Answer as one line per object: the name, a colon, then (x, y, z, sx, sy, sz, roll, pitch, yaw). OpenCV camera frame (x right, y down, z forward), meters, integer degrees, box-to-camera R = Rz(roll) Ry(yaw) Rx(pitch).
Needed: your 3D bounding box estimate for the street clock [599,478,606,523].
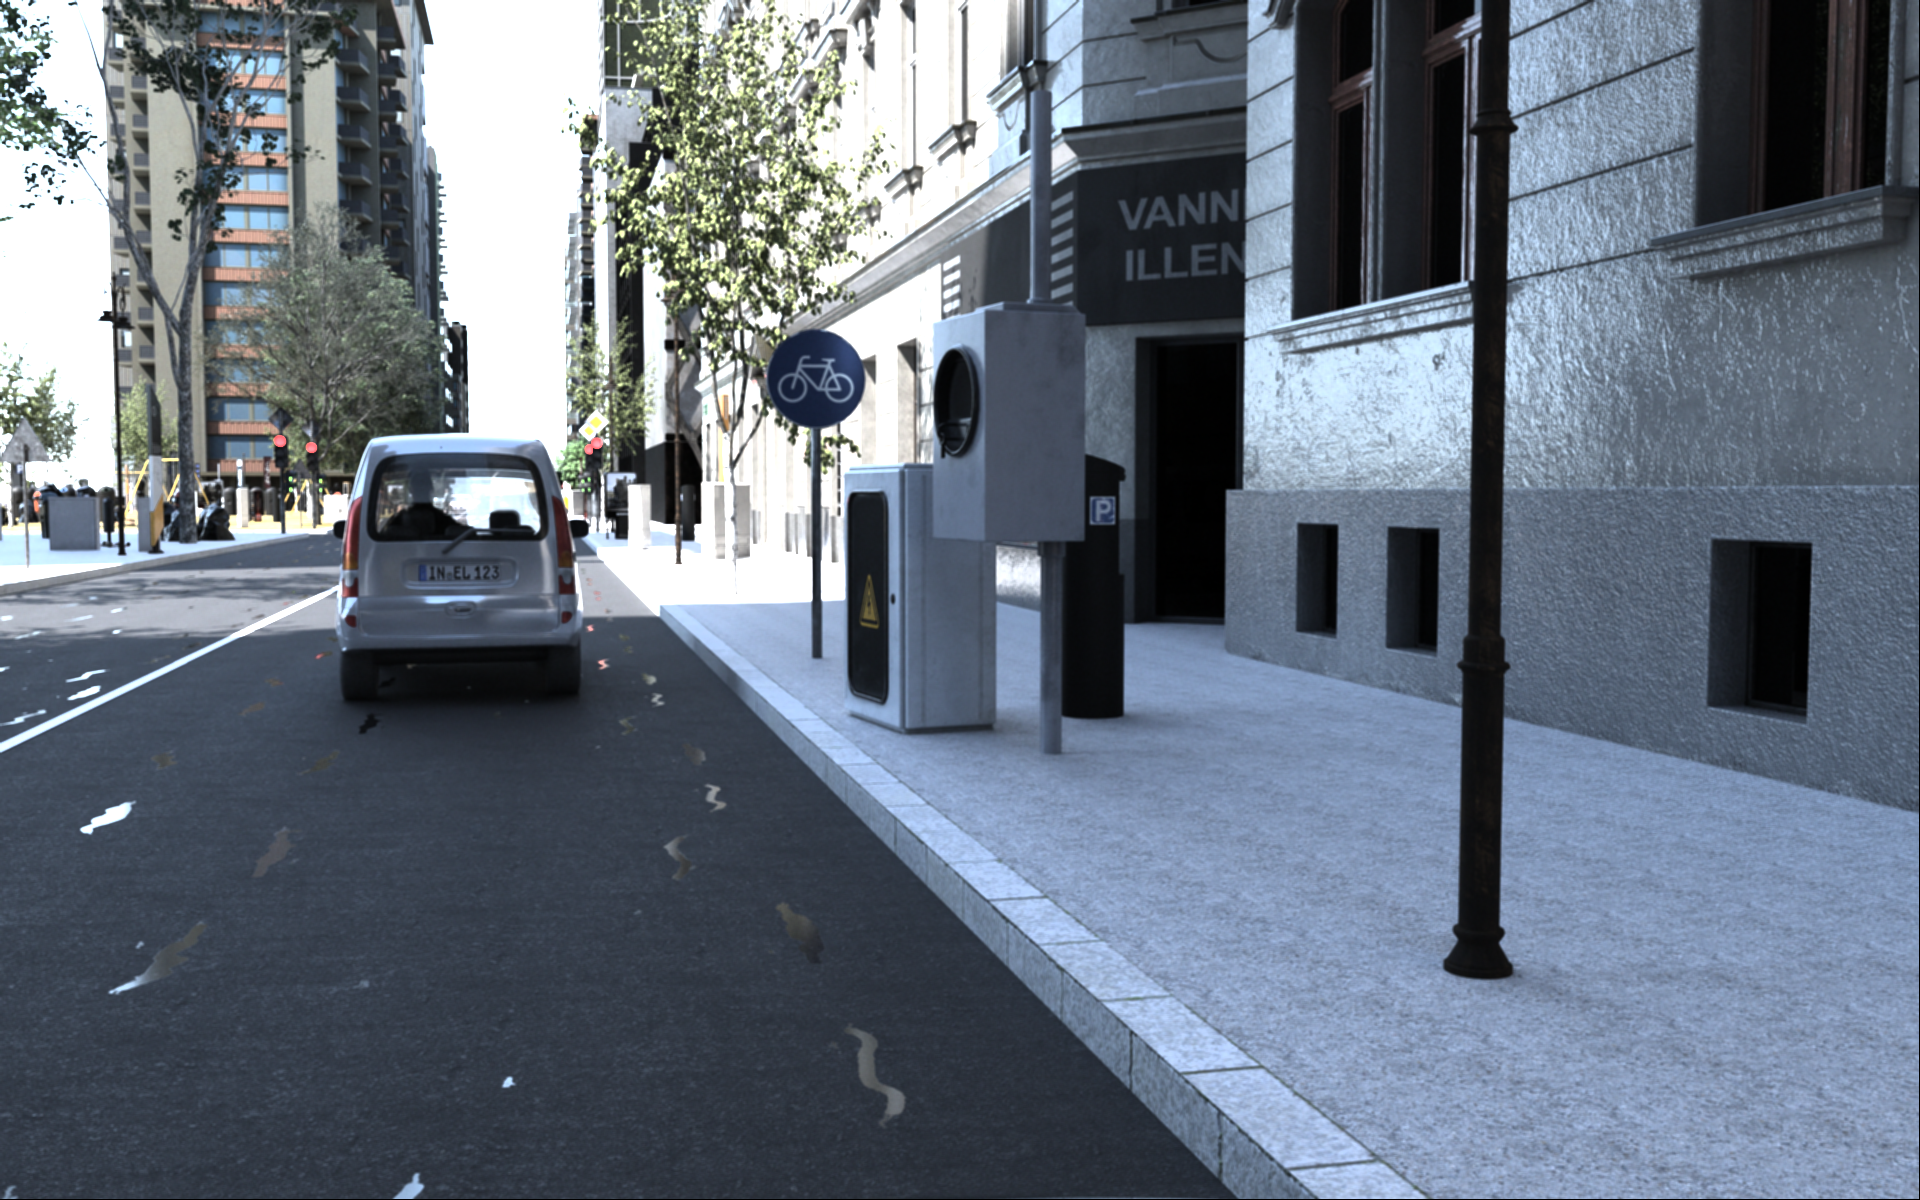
street clock: (-15.682, -4.378, 76.152, 0.471, 2.002, 0.358, 0, 4, 2)

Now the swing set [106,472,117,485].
swing set: (-59.187, -7.710, 123.670, 3.119, 2.851, 2.862, -2, 4, -27)

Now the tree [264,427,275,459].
tree: (-47.546, -10.612, 123.875, 4.737, 8.622, 4.395, 0, 3, 0)

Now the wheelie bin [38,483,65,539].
wheelie bin: (-26.275, -2.583, 50.135, 0.693, 1.594, 0.980, -3, 5, -41)

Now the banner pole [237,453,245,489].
banner pole: (-43.988, -7.099, 106.085, 0.863, 3.779, 0.401, 2, 4, 28)

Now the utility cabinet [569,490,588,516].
utility cabinet: (-21.892, -5.546, 99.359, 0.318, 1.500, 1.173, 2, 4, 34)

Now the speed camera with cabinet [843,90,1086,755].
speed camera with cabinet: (-0.038, -0.908, 9.175, 0.660, 3.252, 2.038, -1, 4, -23)

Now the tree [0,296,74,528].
tree: (-35.712, -7.032, 65.339, 4.737, 8.622, 4.395, 0, 3, 0)

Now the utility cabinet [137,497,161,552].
utility cabinet: (-18.295, -1.707, 39.064, 0.306, 1.237, 1.020, -1, 4, -14)

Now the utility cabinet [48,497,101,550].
utility cabinet: (-20.290, -1.745, 39.692, 1.020, 1.237, 0.306, 0, 4, -7)

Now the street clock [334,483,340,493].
street clock: (-42.105, -6.885, 117.140, 0.358, 2.002, 0.471, 0, 4, 5)

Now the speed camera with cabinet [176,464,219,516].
speed camera with cabinet: (-43.914, -6.431, 99.488, 2.038, 3.252, 0.660, 0, 4, -3)

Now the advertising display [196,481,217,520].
advertising display: (-36.255, -4.782, 83.400, 0.123, 1.923, 0.974, 3, 4, 39)

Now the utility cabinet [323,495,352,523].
utility cabinet: (-27.675, -4.017, 76.845, 1.020, 1.237, 0.306, -1, 4, -11)

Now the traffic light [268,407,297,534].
traffic light: (-21.853, -4.095, 55.877, 0.839, 4.253, 0.868, -1, 4, -14)

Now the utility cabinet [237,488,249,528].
utility cabinet: (-27.160, -3.480, 65.574, 0.318, 1.500, 1.173, -2, 4, -28)

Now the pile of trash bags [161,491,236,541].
pile of trash bags: (-21.586, -2.371, 48.512, 1.912, 1.369, 3.447, -2, 4, -33)

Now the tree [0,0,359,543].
tree: (-21.505, -11.574, 45.117, 12.611, 20.169, 13.585, 0, 3, 0)

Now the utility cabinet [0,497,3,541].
utility cabinet: (-26.665, -2.210, 47.293, 0.306, 1.237, 1.020, 1, 4, 15)

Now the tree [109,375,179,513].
tree: (-50.561, -9.673, 108.514, 4.737, 8.622, 4.395, 0, 3, 0)

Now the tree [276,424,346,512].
tree: (-42.163, -10.004, 113.925, 4.737, 8.622, 4.395, 0, 3, 0)

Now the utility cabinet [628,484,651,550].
utility cabinet: (-7.360, -1.901, 39.761, 0.318, 1.500, 1.173, 0, 4, 0)

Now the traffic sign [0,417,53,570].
traffic sign: (-15.772, -1.787, 29.229, 0.884, 2.594, 0.081, 0, 4, -6)

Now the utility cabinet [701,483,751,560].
utility cabinet: (-4.555, -1.542, 33.883, 0.318, 1.500, 1.173, 2, 4, 30)

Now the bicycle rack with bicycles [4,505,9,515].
bicycle rack with bicycles: (-57.019, -5.650, 105.756, 2.925, 0.926, 2.852, 0, 4, -8)

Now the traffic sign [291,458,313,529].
traffic sign: (-23.869, -3.833, 62.677, 0.884, 2.594, 0.081, -1, 4, -11)

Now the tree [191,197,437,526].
tree: (-26.319, -9.820, 70.921, 12.009, 13.543, 11.850, 0, 3, 0)

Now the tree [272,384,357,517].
tree: (-36.386, -8.981, 97.206, 4.360, 8.622, 3.978, 0, 3, 0)

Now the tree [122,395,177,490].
tree: (-59.973, -10.886, 128.345, 4.360, 8.622, 3.978, 0, 3, 0)

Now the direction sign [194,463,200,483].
direction sign: (-56.407, -8.295, 127.616, 0.876, 3.537, 0.379, 1, 4, 9)

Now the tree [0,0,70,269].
tree: (-15.532, -5.929, 22.698, 9.928, 11.665, 9.643, 0, 3, 0)

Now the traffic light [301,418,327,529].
traffic light: (-23.748, -4.570, 63.635, 0.839, 4.253, 0.868, -1, 4, -14)

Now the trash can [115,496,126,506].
trash can: (-50.417, -5.643, 103.911, 0.748, 1.137, 0.748, 0, 3, 0)

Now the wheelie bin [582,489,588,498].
wheelie bin: (-22.987, -5.981, 105.701, 0.693, 1.594, 0.980, 1, 4, 20)

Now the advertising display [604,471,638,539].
advertising display: (-9.659, -2.700, 49.362, 0.974, 1.923, 0.123, -2, 4, -33)

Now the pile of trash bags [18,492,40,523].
pile of trash bags: (-40.872, -4.111, 76.975, 1.912, 1.369, 3.447, -2, 4, -27)

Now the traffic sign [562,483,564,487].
traffic sign: (-31.023, -8.362, 136.729, 0.884, 2.594, 0.081, 0, 4, -6)

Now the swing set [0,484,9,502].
swing set: (-64.686, -7.239, 115.971, 2.862, 2.851, 3.119, -1, 4, -21)

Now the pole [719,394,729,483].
pole: (-4.822, -2.546, 35.466, 0.158, 3.312, 0.155, 0, 3, 0)

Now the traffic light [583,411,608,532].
traffic light: (-12.228, -4.239, 58.235, 0.839, 4.253, 0.868, -1, 4, -14)

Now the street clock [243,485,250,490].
street clock: (-54.683, -7.844, 132.822, 0.471, 2.002, 0.358, 1, 4, 12)

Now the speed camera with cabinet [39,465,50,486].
speed camera with cabinet: (-61.985, -7.601, 118.606, 2.038, 3.252, 0.660, 1, 4, 11)

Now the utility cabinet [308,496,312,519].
utility cabinet: (-33.109, -4.730, 88.494, 0.306, 1.237, 1.020, -1, 4, -15)

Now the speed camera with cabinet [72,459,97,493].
speed camera with cabinet: (-48.997, -6.319, 97.652, 0.660, 3.252, 2.038, 1, 4, 20)

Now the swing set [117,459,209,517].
swing set: (-35.536, -4.914, 77.963, 3.119, 2.851, 2.862, 2, 4, 32)

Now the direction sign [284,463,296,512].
direction sign: (-48.910, -8.214, 126.299, 0.876, 3.537, 0.379, -1, 4, -9)

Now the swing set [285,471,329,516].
swing set: (-38.375, -6.392, 102.133, 2.862, 2.851, 3.119, 0, 4, -8)

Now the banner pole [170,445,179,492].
banner pole: (-41.008, -6.154, 90.642, 0.401, 3.779, 0.863, 1, 4, 22)

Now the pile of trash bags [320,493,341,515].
pile of trash bags: (-38.415, -5.883, 105.937, 1.912, 1.369, 3.447, -2, 4, -34)

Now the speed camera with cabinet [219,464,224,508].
speed camera with cabinet: (-48.012, -7.243, 112.766, 0.660, 3.252, 2.038, 0, 4, 7)

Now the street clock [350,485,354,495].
street clock: (-46.636, -7.856, 133.018, 0.358, 2.002, 0.471, 1, 4, 19)

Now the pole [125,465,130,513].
pole: (-57.790, -7.731, 120.239, 0.158, 3.312, 0.155, 0, 3, 0)

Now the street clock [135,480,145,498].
street clock: (-41.039, -5.024, 86.713, 0.471, 2.002, 0.358, 2, 4, 24)

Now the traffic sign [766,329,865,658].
traffic sign: (-1.119, -0.819, 13.496, 0.768, 2.556, 0.104, 0, 4, -5)

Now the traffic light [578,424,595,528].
traffic light: (-14.122, -4.714, 65.993, 0.839, 4.253, 0.868, -1, 4, -14)

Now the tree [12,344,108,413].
tree: (-44.724, -8.265, 85.493, 4.360, 8.622, 3.978, 0, 3, 0)
